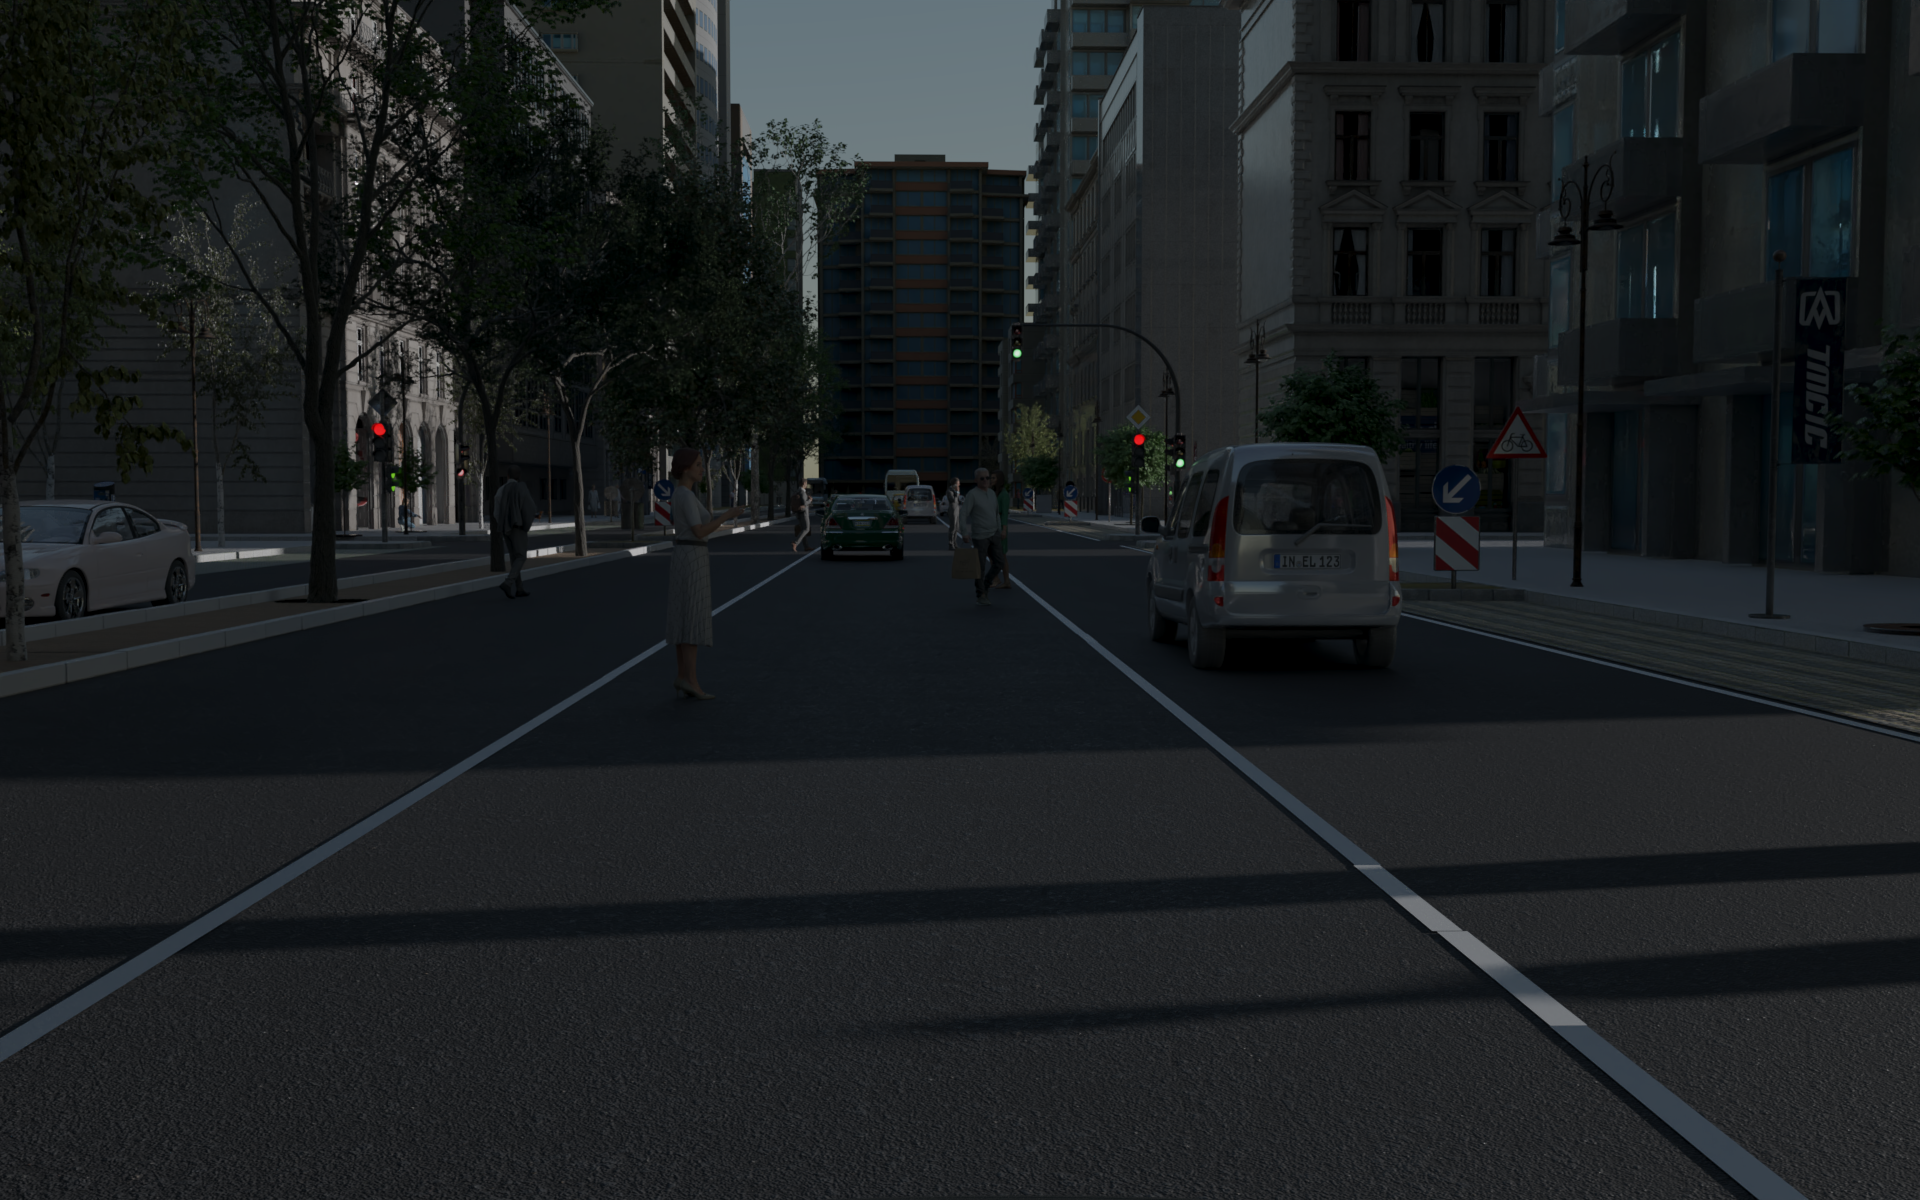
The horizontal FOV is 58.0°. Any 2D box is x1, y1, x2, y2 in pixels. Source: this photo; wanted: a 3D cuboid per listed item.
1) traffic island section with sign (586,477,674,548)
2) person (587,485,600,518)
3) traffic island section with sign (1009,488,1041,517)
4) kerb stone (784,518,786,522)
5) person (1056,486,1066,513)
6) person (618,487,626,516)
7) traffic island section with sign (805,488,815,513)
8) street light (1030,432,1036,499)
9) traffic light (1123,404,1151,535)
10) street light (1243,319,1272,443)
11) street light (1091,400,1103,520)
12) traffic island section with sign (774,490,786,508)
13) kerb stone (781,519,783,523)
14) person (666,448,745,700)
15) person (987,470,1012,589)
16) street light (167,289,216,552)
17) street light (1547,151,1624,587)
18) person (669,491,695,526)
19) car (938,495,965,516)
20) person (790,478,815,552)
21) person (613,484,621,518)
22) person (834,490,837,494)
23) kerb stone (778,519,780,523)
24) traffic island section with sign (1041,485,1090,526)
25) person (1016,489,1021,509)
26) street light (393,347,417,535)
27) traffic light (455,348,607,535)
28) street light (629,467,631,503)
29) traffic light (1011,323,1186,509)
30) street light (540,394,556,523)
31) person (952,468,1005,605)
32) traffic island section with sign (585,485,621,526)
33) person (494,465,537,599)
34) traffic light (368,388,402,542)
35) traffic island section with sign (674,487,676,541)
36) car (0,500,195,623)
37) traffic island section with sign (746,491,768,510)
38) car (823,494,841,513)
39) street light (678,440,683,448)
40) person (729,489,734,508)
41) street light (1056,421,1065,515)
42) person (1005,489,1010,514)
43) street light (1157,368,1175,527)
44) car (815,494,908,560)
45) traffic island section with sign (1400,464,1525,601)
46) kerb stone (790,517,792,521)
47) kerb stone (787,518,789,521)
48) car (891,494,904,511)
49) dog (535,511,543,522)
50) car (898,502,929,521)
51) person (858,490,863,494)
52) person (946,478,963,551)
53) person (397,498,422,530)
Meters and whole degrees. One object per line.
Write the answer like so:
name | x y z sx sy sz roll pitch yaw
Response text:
traffic island section with sign | -8.875 -2.340 46.389 2.006 1.907 1.989 0 4 -2
person | -19.649 -5.298 93.024 0.694 1.780 0.624 0 4 -4
traffic island section with sign | 4.055 -6.023 107.108 1.989 1.847 2.006 0 4 -2
kerb stone | -9.065 -4.027 88.036 0.120 0.150 1.000 0 4 -2
person | 6.808 -6.734 116.057 0.656 1.842 0.836 -3 5 -40
person | -19.937 -5.818 101.762 0.643 1.750 0.593 -2 4 -32
traffic island section with sign | -11.334 -7.386 128.898 2.006 1.907 1.989 0 4 -2
street light | 5.418 -9.571 129.278 0.468 5.910 1.993 0 4 -2
traffic light | 5.574 -4.008 54.454 0.839 4.253 0.868 0 4 -2
street light | 7.866 -4.474 45.932 0.468 5.910 1.993 0 4 -2
street light | 6.724 -6.865 85.023 0.468 5.910 1.993 0 4 -2
traffic island section with sign | -19.028 -10.660 182.920 1.989 1.847 2.006 0 4 -2
kerb stone | -9.001 -3.902 85.985 0.120 0.150 1.000 0 4 -2
person | -1.805 -0.188 12.149 0.524 1.755 0.480 -1 4 -22
person | 0.587 -1.060 26.086 0.529 1.795 0.600 -3 4 -36
street light | -17.047 -4.024 38.574 0.468 5.910 1.993 0 4 -2
street light | 8.542 -3.120 23.805 0.468 5.910 1.993 0 4 -2
person | -5.651 -1.636 35.592 0.601 1.785 0.444 2 4 24
car | -0.414 -6.188 113.538 2.083 1.381 4.827 0 4 -1
person | -3.951 -2.118 43.090 0.822 1.834 0.622 -3 4 -38
person | -18.343 -5.290 92.419 0.514 1.842 0.818 1 4 13
person | -8.146 -6.350 113.330 0.522 1.701 0.512 0 4 5
kerb stone | -8.942 -3.776 83.928 0.120 0.150 1.000 0 4 -2
traffic island section with sign | 4.880 -4.314 79.157 1.989 1.847 2.006 0 4 -2
person | 5.151 -8.770 150.150 0.721 1.743 1.217 0 4 -6
street light | -17.544 -5.010 54.695 0.468 5.910 1.993 0 4 -2
traffic light | -13.389 -4.847 53.910 4.771 5.953 1.251 0 4 -2
street light | -18.844 -7.716 98.950 0.468 5.910 1.993 0 4 -2
traffic light | 3.724 -4.379 46.269 4.771 5.953 1.251 0 4 -2
street light | -18.232 -6.363 76.821 0.468 5.910 1.993 0 4 -2
person | 0.214 -0.815 22.316 0.782 1.767 0.515 -3 5 -45
traffic island section with sign | -15.934 -4.303 78.978 1.989 1.847 2.006 0 4 -2
person | -6.124 -0.936 23.908 0.679 1.850 0.850 1 4 18
traffic light | -15.239 -3.481 45.832 0.839 4.253 0.868 0 4 -2
traffic island section with sign | -9.086 -2.792 53.793 2.006 1.907 1.989 0 4 -2
car | -10.456 -0.462 19.911 2.083 1.381 4.827 0 4 -3
traffic island section with sign | -18.229 -9.012 155.976 1.989 1.847 2.006 0 4 -2
car | -6.380 -5.004 93.611 2.131 1.459 4.920 0 4 -2
street light | -19.524 -9.070 121.076 0.468 5.910 1.993 0 4 -2
person | -21.008 -9.382 160.377 0.756 1.711 0.436 -3 5 -41
street light | 6.168 -8.218 107.153 0.468 5.910 1.993 0 4 -2
person | 3.170 -6.884 121.323 0.850 1.792 0.678 3 4 37
street light | 7.421 -5.472 62.248 0.468 5.910 1.993 0 4 -2
car | -2.212 -1.667 39.053 2.131 1.459 4.920 0 4 -3
traffic island section with sign | 6.535 -0.942 24.028 1.989 1.847 2.006 0 4 -2
kerb stone | -9.186 -4.277 92.131 0.120 0.150 1.000 0 4 -2
kerb stone | -9.132 -4.151 90.085 0.120 0.150 1.000 0 4 -2
car | -4.349 -7.206 128.038 2.015 1.641 3.980 0 4 -3
dog | -19.159 -3.760 78.304 0.406 0.507 0.540 3 5 45
car | -2.291 -4.875 91.708 2.014 1.417 4.499 0 4 -2
person | -8.894 -8.924 154.337 1.348 1.831 0.705 -1 4 -10
person | -0.088 -2.186 44.046 0.447 1.846 0.655 1 4 16
person | -19.758 -3.075 61.815 0.738 1.151 1.012 -3 5 -41
